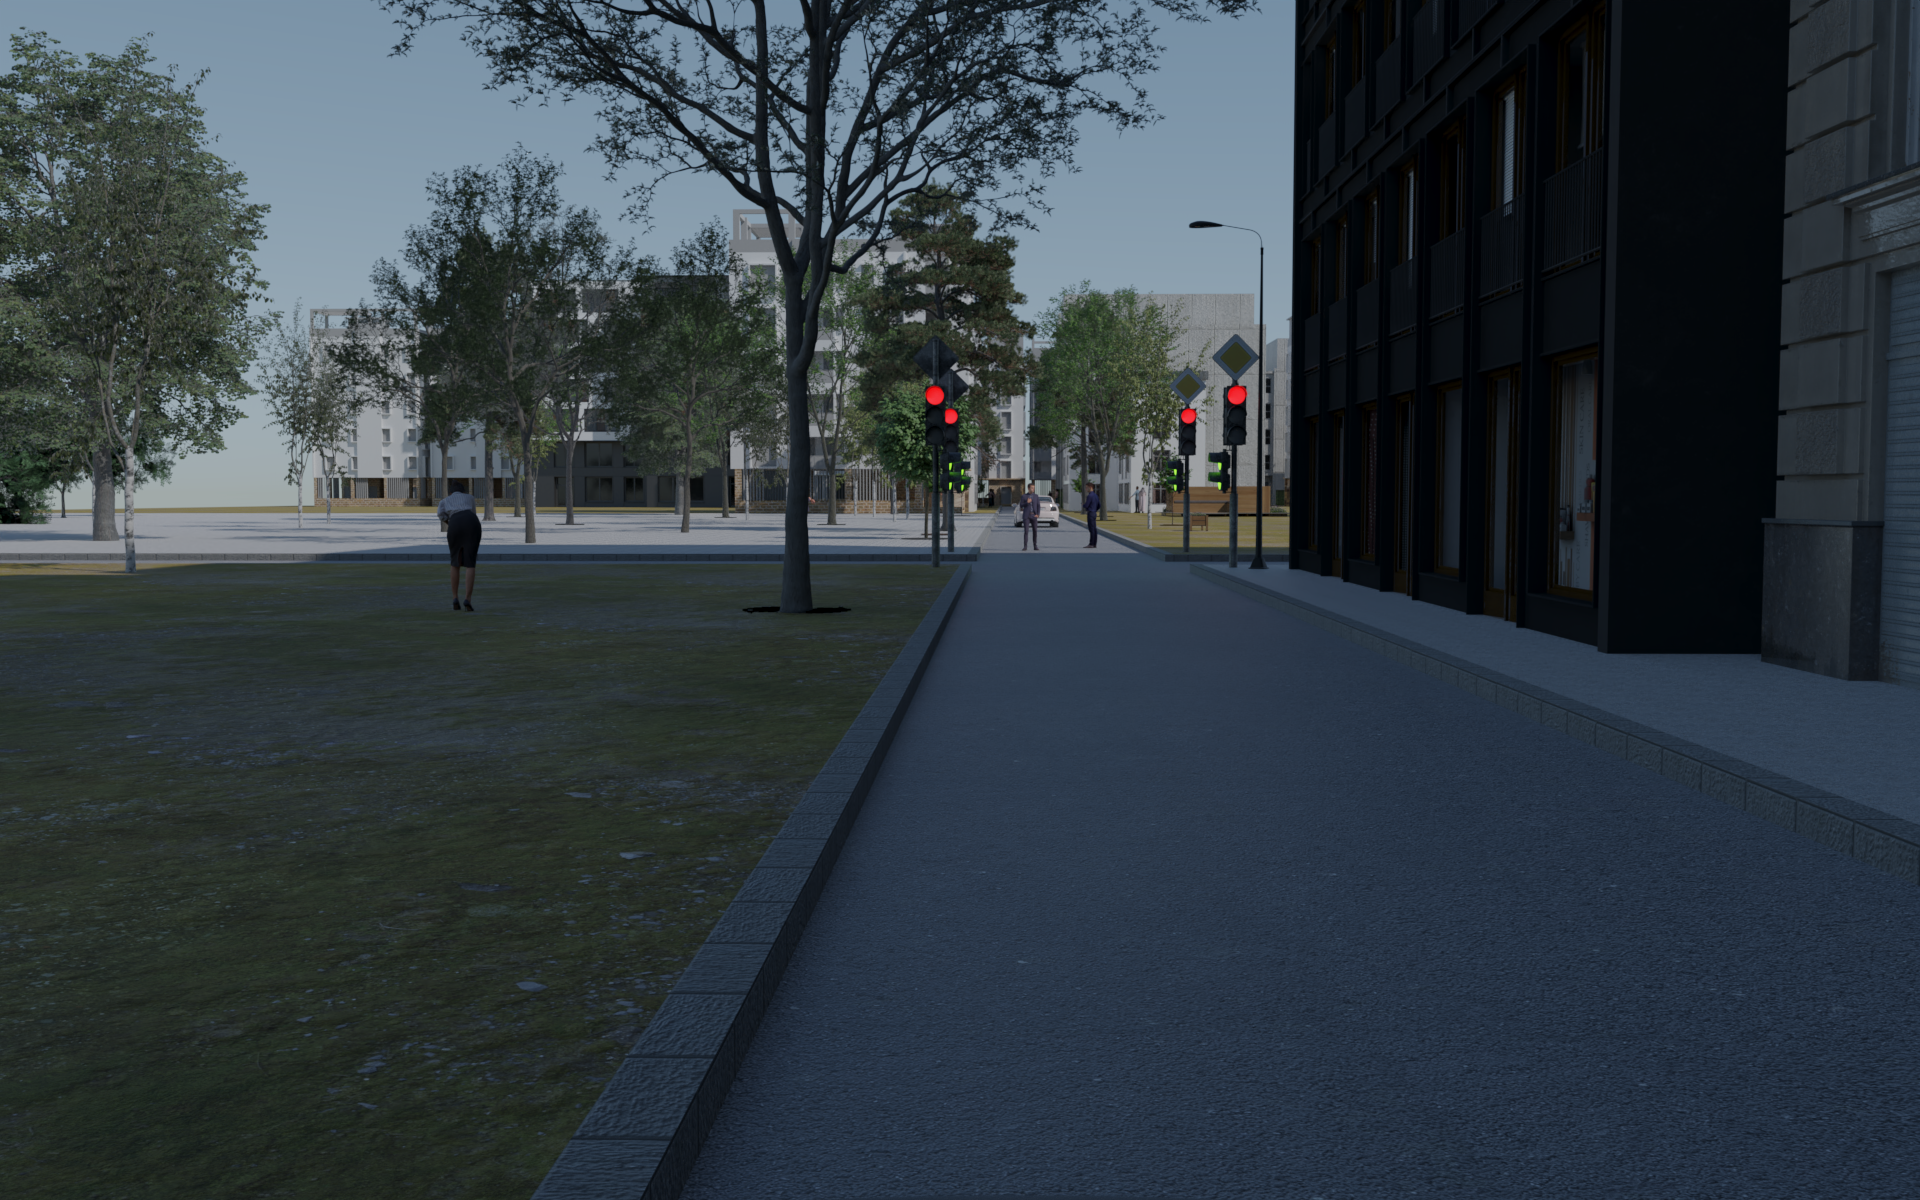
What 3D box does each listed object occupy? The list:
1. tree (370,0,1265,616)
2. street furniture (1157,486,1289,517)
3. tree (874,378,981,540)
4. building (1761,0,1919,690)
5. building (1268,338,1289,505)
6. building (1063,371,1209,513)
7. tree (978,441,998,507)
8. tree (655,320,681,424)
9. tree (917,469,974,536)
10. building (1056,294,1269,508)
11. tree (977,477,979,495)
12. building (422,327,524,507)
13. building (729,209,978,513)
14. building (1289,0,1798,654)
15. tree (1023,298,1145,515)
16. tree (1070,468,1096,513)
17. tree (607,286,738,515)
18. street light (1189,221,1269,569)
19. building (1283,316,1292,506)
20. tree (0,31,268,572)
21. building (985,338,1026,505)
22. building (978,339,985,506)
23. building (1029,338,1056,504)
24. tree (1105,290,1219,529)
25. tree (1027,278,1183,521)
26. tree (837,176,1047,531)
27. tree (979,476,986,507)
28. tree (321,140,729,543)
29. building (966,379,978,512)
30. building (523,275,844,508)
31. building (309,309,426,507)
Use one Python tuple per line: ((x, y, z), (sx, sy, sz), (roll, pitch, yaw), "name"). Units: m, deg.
((-1.671, -6.603, 18.331), (12.009, 13.543, 11.850), (0, 3, 0), "tree")
((16.232, -5.759, 101.006), (9.812, 1.723, 11.010), (0, 4, -4), "street furniture")
((-0.981, -3.992, 48.977), (4.285, 4.588, 4.351), (0, 3, 0), "tree")
((11.430, -12.411, 0.179), (12.463, 27.353, 25.104), (0, 4, 2), "building")
((36.167, -20.707, 205.011), (31.486, 18.905, 16.747), (0, 4, 2), "building")
((12.766, -11.631, 132.307), (9.099, 9.664, 28.070), (0, 4, 2), "building")
((2.223, -13.458, 170.397), (4.737, 8.622, 4.395), (0, 3, 0), "tree")
((-12.754, -10.206, 92.629), (9.928, 11.665, 9.643), (0, 3, 0), "tree")
((-0.663, -3.614, 53.687), (1.663, 3.219, 1.824), (0, 3, 0), "tree")
((17.769, -18.053, 161.620), (16.747, 18.905, 31.486), (0, 4, 2), "building")
((-0.037, -6.487, 100.664), (1.663, 3.219, 1.824), (0, 3, 0), "tree")
((-47.948, -19.961, 182.774), (11.380, 20.091, 16.016), (0, 4, 2), "building")
((-7.046, -16.092, 119.529), (16.016, 20.091, 11.380), (0, 4, 2), "building")
((11.559, -11.696, 20.902), (12.332, 23.373, 15.834), (0, 4, 2), "building")
((7.534, -12.238, 107.512), (7.806, 13.903, 7.818), (0, 3, 0), "tree")
((8.135, -7.451, 116.423), (1.663, 3.219, 1.824), (0, 3, 0), "tree")
((-17.318, -12.202, 106.153), (9.857, 13.997, 8.962), (0, 3, 0), "tree")
((4.589, -3.489, 29.588), (1.470, 5.913, 1.316), (0, 4, 2), "street light")
((40.671, -19.823, 180.520), (11.380, 20.091, 16.016), (0, 4, 2), "building")
((-13.602, -4.773, 28.402), (4.360, 8.622, 3.978), (0, 3, 0), "tree")
((2.065, -21.387, 206.090), (11.380, 20.091, 16.016), (0, 4, 2), "building")
((-6.043, -18.513, 159.114), (16.016, 20.091, 11.380), (0, 4, 2), "building")
((13.981, -21.319, 204.984), (11.380, 20.091, 16.016), (0, 4, 2), "building")
((7.216, -6.933, 63.718), (4.737, 8.622, 4.395), (0, 3, 0), "tree")
((6.931, -9.599, 82.706), (9.928, 11.665, 9.643), (0, 3, 0), "tree")
((-0.423, -8.393, 59.283), (6.751, 12.117, 7.091), (0, 3, 0), "tree")
((1.729, -10.490, 166.120), (1.663, 3.219, 1.824), (0, 3, 0), "tree")
((-11.152, -6.773, 45.153), (8.767, 10.594, 7.601), (0, 4, 2), "tree")
((-3.012, -12.080, 139.654), (9.099, 9.664, 28.070), (0, 4, 2), "building")
((-25.816, -20.286, 175.655), (32.646, 21.610, 27.936), (0, 4, 2), "building")
((-60.023, -19.976, 183.027), (11.380, 20.091, 16.016), (0, 4, 2), "building")
